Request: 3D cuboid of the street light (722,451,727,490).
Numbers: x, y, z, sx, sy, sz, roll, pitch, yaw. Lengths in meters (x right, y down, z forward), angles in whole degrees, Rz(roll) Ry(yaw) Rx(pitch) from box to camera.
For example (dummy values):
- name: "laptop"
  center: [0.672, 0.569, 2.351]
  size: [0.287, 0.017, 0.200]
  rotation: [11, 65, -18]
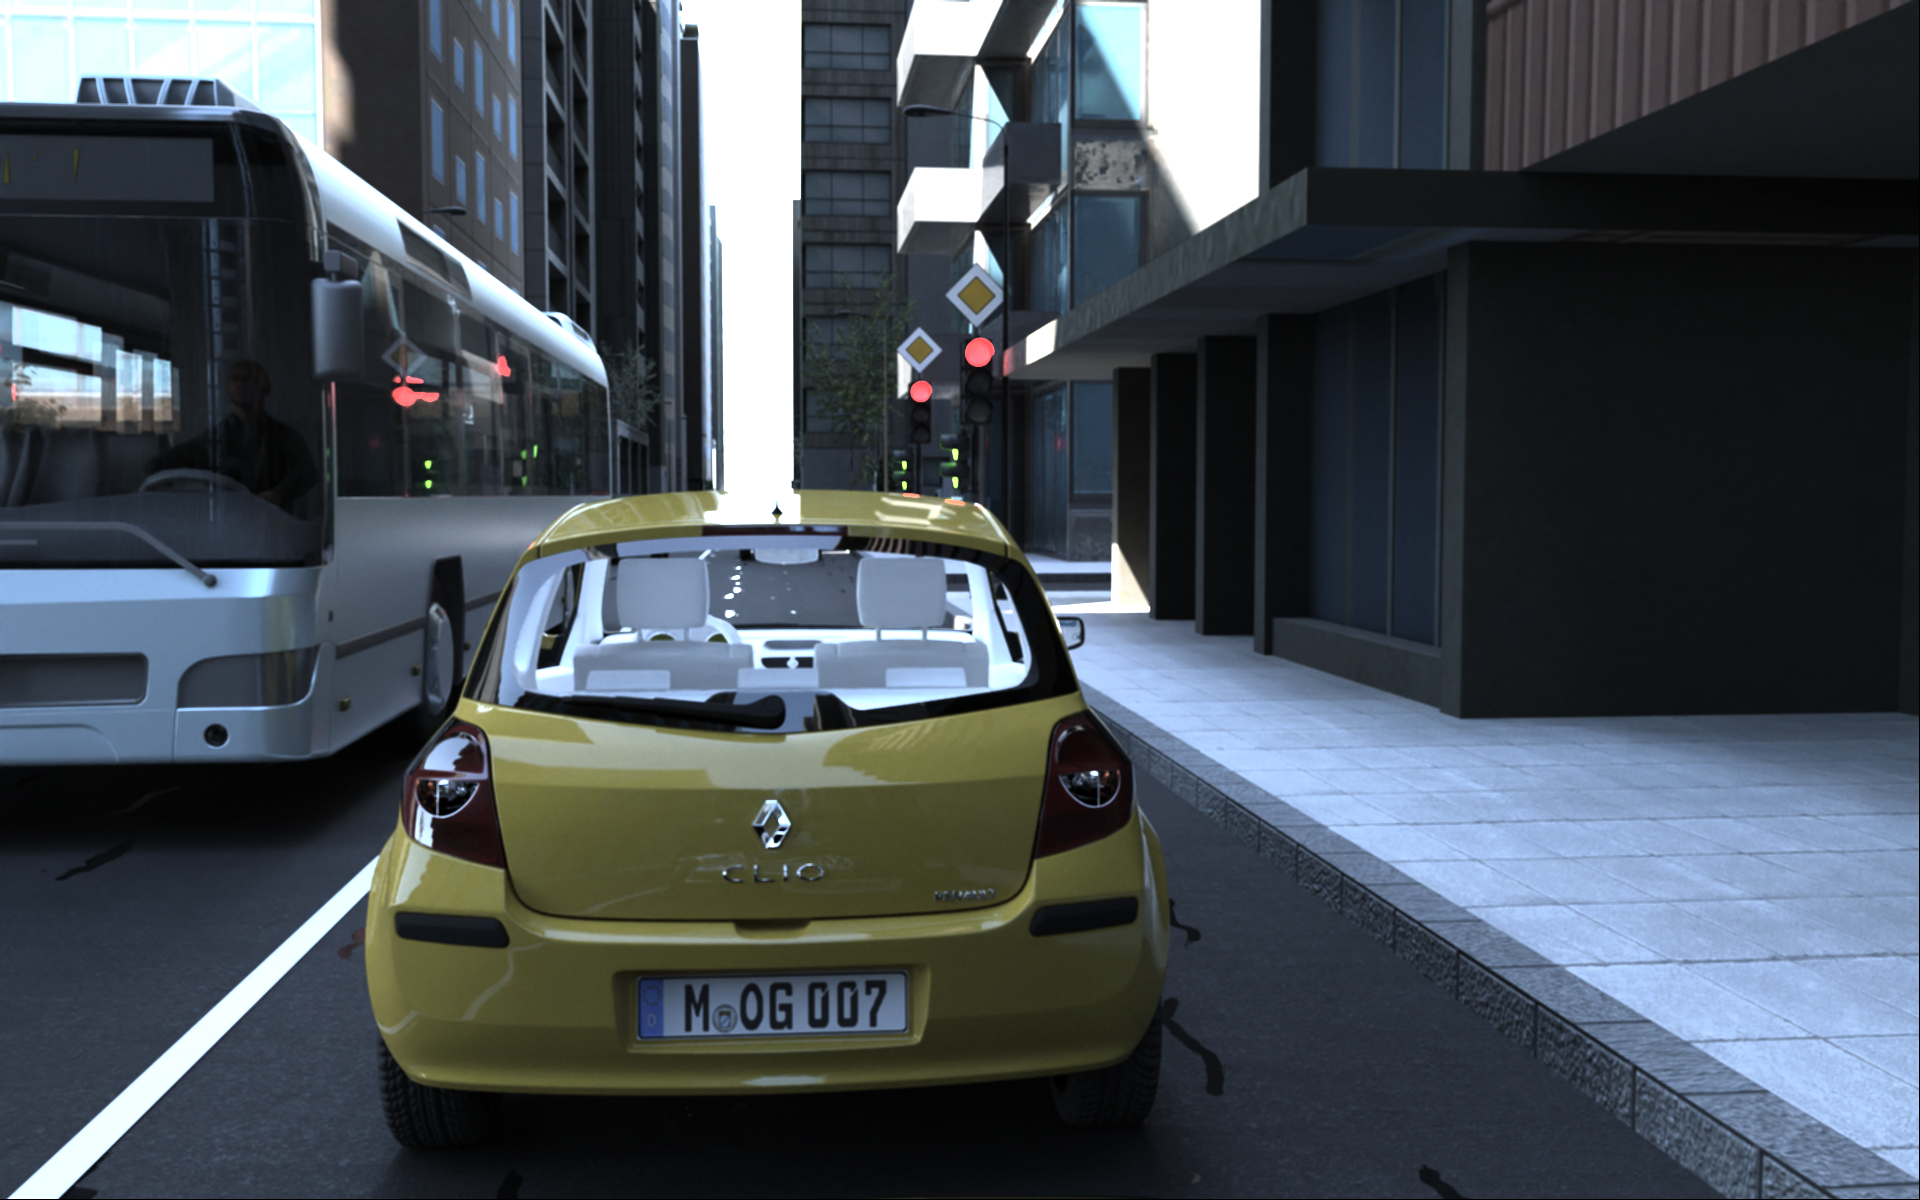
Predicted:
- name: "street light"
  center: [-26.205, -13.109, 186.875]
  size: [1.470, 5.913, 1.316]
  rotation: [0, 4, -6]

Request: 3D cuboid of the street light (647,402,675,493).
- name: "street light"
  center: [-15.127, -7.000, 86.994]
  size: [1.470, 5.913, 1.316]
  rotation: [0, 4, -6]

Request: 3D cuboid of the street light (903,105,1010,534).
- name: "street light"
  center: [0.016, -2.960, 20.931]
  size: [1.470, 5.913, 1.316]
  rotation: [0, 4, -6]

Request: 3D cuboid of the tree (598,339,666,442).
- name: "tree"
  center: [-15.881, -8.009, 81.308]
  size: [4.360, 8.622, 3.978]
  rotation: [0, 3, 0]

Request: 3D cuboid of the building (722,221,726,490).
- name: "building"
  center: [-41.391, -34.711, 251.114]
  size: [14.154, 41.232, 14.086]
  rotation: [0, 4, -6]

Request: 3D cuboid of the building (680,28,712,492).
- name: "building"
  center: [-31.867, -31.667, 167.864]
  size: [14.600, 45.320, 14.200]
  rotation: [0, 4, -6]

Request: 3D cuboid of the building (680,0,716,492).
- name: "building"
  center: [-41.368, -55.037, 212.521]
  size: [22.319, 86.520, 31.000]
  rotation: [0, 4, -6]

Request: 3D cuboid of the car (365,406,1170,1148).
- name: "car"
  center: [-0.530, 0.302, 5.282]
  size: [2.015, 1.641, 3.980]
  rotation: [0, 4, -5]

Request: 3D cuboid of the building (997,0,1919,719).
- name: "building"
  center: [12.682, -21.560, 7.132]
  size: [22.147, 44.769, 28.867]
  rotation: [0, 4, -6]

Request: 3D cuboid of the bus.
- name: "bus"
  center: [-4.447, -1.072, 12.388]
  size: [2.948, 3.499, 13.247]
  rotation: [0, 4, -6]

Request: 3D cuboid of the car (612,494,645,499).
- name: "car"
  center: [-7.267, -1.565, 37.389]
  size: [2.131, 1.459, 4.920]
  rotation: [0, 4, -7]

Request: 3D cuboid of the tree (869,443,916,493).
- name: "tree"
  center: [-2.550, -3.950, 59.185]
  size: [1.663, 3.219, 1.824]
  rotation: [0, 3, 0]

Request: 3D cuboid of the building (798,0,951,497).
- name: "building"
  center: [0.723, -23.472, 67.369]
  size: [14.154, 41.232, 14.086]
  rotation: [0, 4, -6]

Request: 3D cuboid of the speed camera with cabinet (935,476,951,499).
- name: "speed camera with cabinet"
  center: [-0.418, -3.789, 56.280]
  size: [0.660, 3.252, 2.038]
  rotation: [0, 4, -7]

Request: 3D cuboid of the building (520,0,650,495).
- name: "building"
  center: [-22.398, -38.234, 63.376]
  size: [20.563, 71.187, 20.611]
  rotation: [0, 4, -6]

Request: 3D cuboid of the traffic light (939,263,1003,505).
- name: "traffic light"
  center: [0.176, -1.974, 21.201]
  size: [0.839, 4.253, 0.868]
  rotation: [0, 4, -6]

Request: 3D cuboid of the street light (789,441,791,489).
- name: "street light"
  center: [-11.042, -9.095, 121.243]
  size: [1.470, 5.913, 1.316]
  rotation: [0, 4, -6]

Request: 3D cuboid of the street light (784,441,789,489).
- name: "street light"
  center: [-14.284, -10.889, 150.582]
  size: [1.470, 5.913, 1.316]
  rotation: [0, 4, -6]

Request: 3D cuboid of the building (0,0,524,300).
- name: "building"
  center: [-18.125, -23.793, 39.124]
  size: [14.600, 45.320, 14.200]
  rotation: [0, 4, -6]

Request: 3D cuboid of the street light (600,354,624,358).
- name: "street light"
  center: [-11.865, -5.207, 57.668]
  size: [1.470, 5.913, 1.316]
  rotation: [0, 4, -6]

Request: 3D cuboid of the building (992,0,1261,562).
- name: "building"
  center: [13.664, -25.837, 42.042]
  size: [30.456, 49.044, 23.786]
  rotation: [0, 4, -6]

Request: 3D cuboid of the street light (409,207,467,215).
- name: "street light"
  center: [-8.676, -3.400, 28.135]
  size: [1.470, 5.913, 1.316]
  rotation: [0, 4, -6]

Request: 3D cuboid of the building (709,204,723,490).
- name: "building"
  center: [-40.269, -33.827, 236.662]
  size: [14.154, 41.232, 14.086]
  rotation: [0, 4, -6]

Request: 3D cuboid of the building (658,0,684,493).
- name: "building"
  center: [-29.816, -35.030, 114.742]
  size: [21.231, 58.520, 28.212]
  rotation: [0, 4, -6]

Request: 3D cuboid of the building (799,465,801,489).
- name: "building"
  center: [-2.601, -42.852, 138.875]
  size: [20.563, 71.187, 20.611]
  rotation: [0, 4, -6]

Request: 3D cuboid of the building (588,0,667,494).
- name: "building"
  center: [-23.385, -19.637, 92.769]
  size: [14.160, 30.474, 14.107]
  rotation: [0, 4, -6]

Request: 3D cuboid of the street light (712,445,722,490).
- name: "street light"
  center: [-23.640, -11.741, 164.512]
  size: [1.470, 5.913, 1.316]
  rotation: [0, 4, -6]

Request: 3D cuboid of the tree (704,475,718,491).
- name: "tree"
  center: [-25.887, -11.313, 179.568]
  size: [1.663, 3.219, 1.824]
  rotation: [0, 3, 0]

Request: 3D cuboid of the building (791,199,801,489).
- name: "building"
  center: [-17.882, -37.045, 255.800]
  size: [14.600, 45.320, 14.200]
  rotation: [0, 4, -6]

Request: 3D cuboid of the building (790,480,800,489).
- name: "building"
  center: [-6.991, -33.389, 237.792]
  size: [32.217, 40.220, 23.993]
  rotation: [0, 4, -6]

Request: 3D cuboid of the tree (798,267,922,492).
- name: "tree"
  center: [-2.992, -6.428, 55.467]
  size: [4.737, 8.622, 4.395]
  rotation: [0, 3, 0]

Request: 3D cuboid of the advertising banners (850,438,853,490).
- name: "advertising banners"
  center: [-3.293, -3.437, 52.379]
  size: [0.090, 3.025, 2.074]
  rotation: [0, 4, -4]

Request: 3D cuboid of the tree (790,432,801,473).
- name: "tree"
  center: [-16.956, -14.881, 193.663]
  size: [4.360, 8.622, 3.978]
  rotation: [0, 3, 0]

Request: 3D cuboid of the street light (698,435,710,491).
- name: "street light"
  center: [-20.486, -9.941, 135.069]
  size: [1.470, 5.913, 1.316]
  rotation: [0, 4, -6]

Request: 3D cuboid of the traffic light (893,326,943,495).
- name: "traffic light"
  center: [-0.701, -2.460, 29.138]
  size: [0.839, 4.253, 0.868]
  rotation: [0, 4, -6]

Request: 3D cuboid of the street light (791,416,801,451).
- name: "street light"
  center: [-9.169, -8.003, 103.398]
  size: [1.470, 5.913, 1.316]
  rotation: [0, 4, -6]

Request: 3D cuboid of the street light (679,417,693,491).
- name: "street light"
  center: [-16.993, -8.078, 104.614]
  size: [1.470, 5.913, 1.316]
  rotation: [0, 4, -6]

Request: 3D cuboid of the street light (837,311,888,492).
- name: "street light"
  center: [-2.429, -4.382, 44.183]
  size: [1.470, 5.913, 1.316]
  rotation: [0, 4, -6]
